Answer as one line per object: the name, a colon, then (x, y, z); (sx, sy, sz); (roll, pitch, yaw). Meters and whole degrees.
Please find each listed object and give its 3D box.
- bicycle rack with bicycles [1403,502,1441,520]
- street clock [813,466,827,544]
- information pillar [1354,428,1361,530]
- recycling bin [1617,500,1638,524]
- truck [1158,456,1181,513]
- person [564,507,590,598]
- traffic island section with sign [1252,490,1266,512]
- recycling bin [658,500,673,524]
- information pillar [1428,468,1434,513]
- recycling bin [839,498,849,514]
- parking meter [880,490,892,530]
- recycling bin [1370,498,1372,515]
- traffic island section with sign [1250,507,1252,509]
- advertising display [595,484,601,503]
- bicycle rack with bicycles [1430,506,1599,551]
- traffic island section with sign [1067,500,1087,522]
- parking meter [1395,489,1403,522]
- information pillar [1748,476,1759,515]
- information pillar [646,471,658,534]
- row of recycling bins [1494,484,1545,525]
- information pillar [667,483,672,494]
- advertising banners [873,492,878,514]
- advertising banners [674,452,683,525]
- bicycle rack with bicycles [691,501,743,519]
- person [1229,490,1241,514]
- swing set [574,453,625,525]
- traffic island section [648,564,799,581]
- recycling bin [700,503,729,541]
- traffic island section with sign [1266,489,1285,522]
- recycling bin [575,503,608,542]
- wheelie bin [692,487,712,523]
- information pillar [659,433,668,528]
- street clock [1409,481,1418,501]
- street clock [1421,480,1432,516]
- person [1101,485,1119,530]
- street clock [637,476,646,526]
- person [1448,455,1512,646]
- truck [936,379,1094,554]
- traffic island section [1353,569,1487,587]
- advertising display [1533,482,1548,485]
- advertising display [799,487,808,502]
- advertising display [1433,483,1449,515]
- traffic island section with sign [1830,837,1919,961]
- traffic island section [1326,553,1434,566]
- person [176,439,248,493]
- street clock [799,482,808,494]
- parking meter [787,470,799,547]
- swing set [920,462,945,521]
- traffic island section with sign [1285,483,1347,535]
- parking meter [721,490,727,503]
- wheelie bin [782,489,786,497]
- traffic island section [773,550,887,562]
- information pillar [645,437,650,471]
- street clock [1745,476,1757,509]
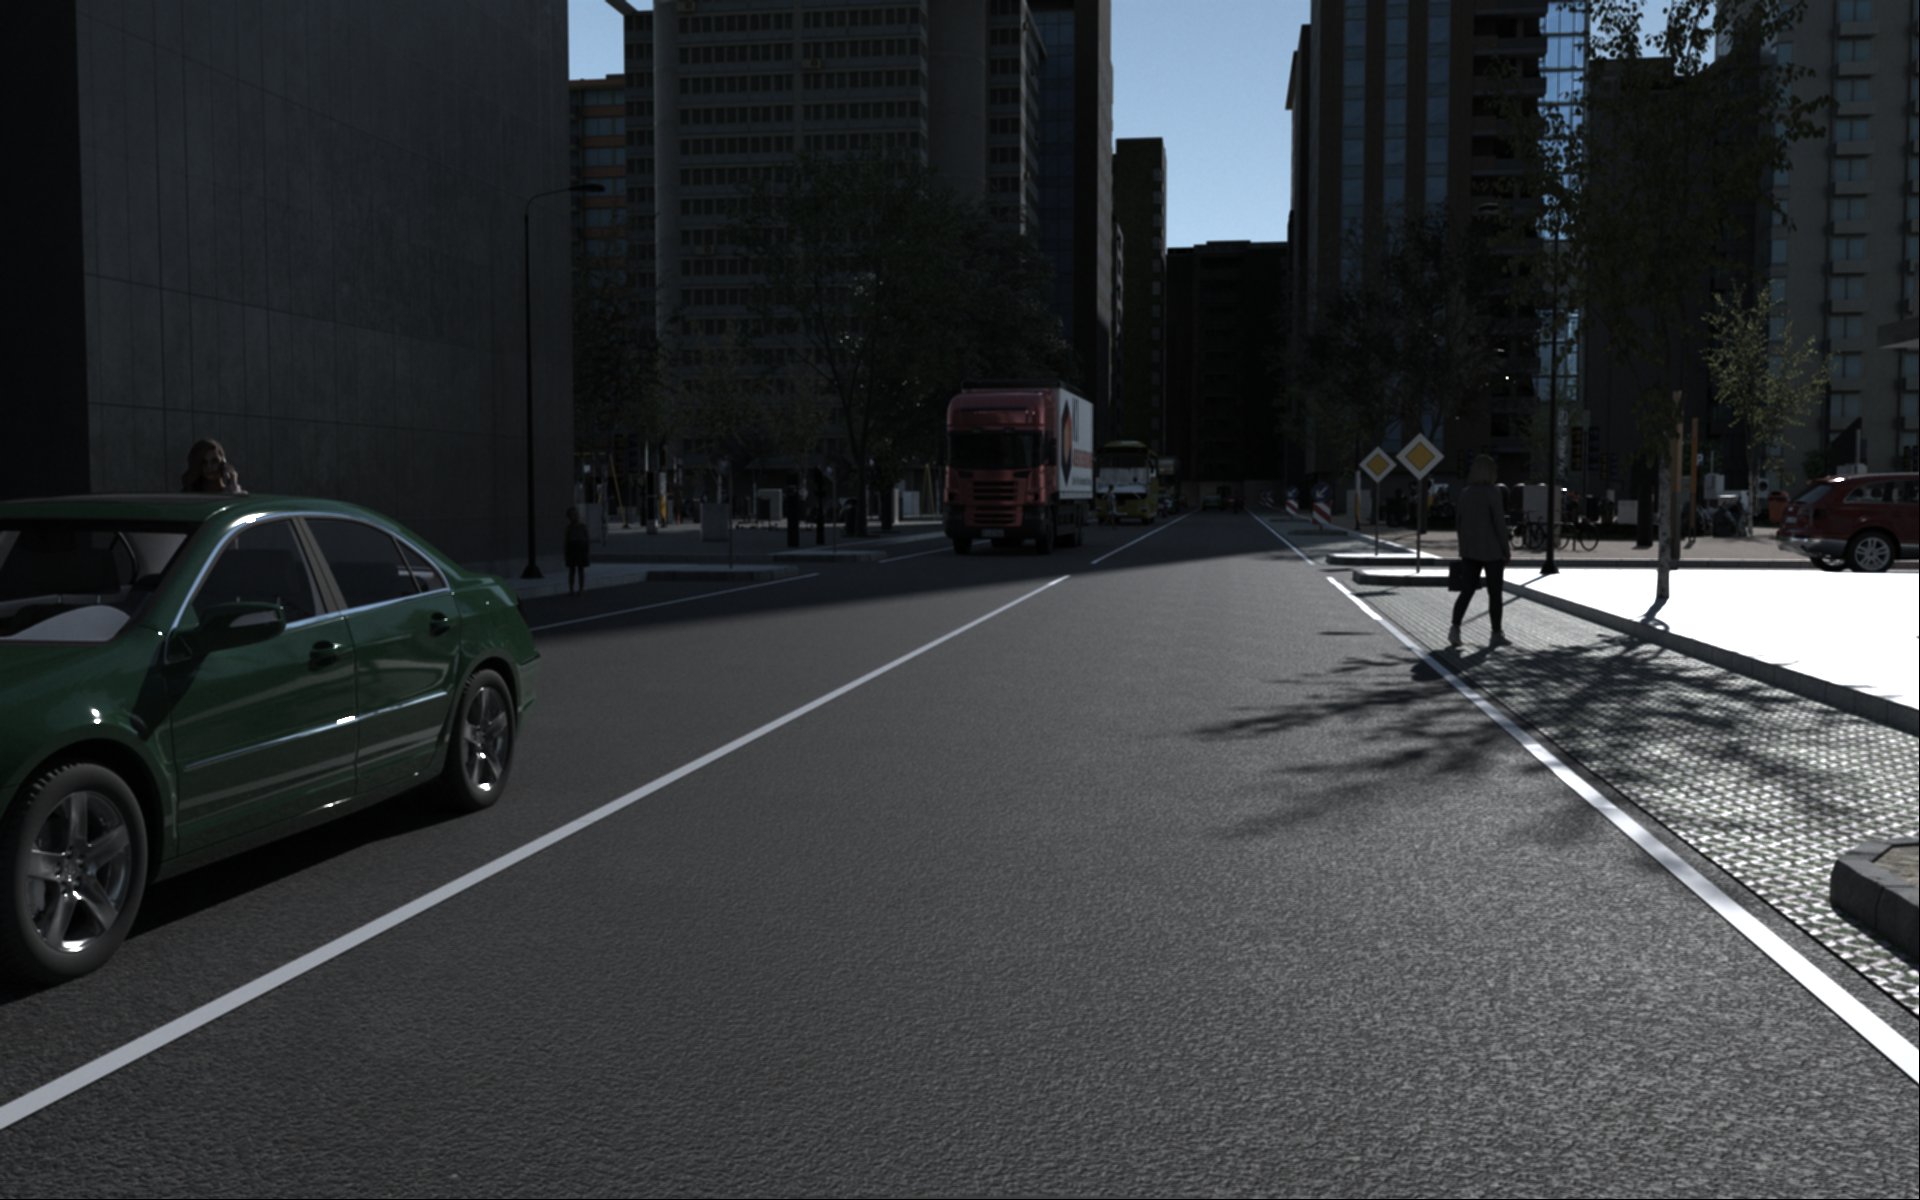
bicycle rack with bicycles: (22.489, -4.301, 83.704); (2.852, 0.926, 2.925); (0, 4, 1)
street clock: (-3.567, -2.425, 44.212); (0.358, 2.002, 0.471); (0, 4, 5)
information pillar: (14.148, -4.295, 61.581); (0.183, 3.616, 0.504); (1, 4, 22)
recycling bin: (26.924, -3.506, 69.872); (0.722, 1.027, 0.722); (1, 4, 19)
truck: (15.257, -8.671, 130.681); (2.839, 4.237, 11.283); (1, 4, 9)
person: (-5.309, -0.663, 24.010); (0.362, 1.253, 0.373); (0, 4, -5)
traffic island section with sign: (24.299, -7.834, 136.721); (1.989, 1.847, 2.006); (1, 4, 9)
recycling bin: (-13.061, -3.871, 75.843); (0.722, 1.027, 0.722); (2, 4, 24)
information pillar: (25.284, -6.244, 93.446); (0.504, 3.616, 0.183); (0, 4, 1)
recycling bin: (-7.377, -6.071, 111.819); (0.722, 1.027, 0.722); (1, 4, 10)
parking meter: (-2.632, -3.429, 61.780); (0.399, 1.863, 0.255); (0, 4, 7)
recycling bin: (24.741, -5.666, 105.186); (0.722, 1.027, 0.722); (-1, 4, -10)
traffic island section with sign: (28.485, -9.486, 163.727); (1.989, 1.847, 2.006); (1, 4, 9)
advertising display: (-22.314, -6.227, 107.024); (0.123, 1.923, 0.974); (0, 4, 8)
bicycle rack with bicycles: (12.920, -1.628, 39.994); (2.852, 0.926, 2.925); (-1, 4, -13)
traffic island section with sign: (5.510, -4.920, 89.072); (1.989, 1.847, 2.006); (1, 4, 9)
parking meter: (20.522, -4.437, 80.962); (0.372, 1.533, 0.369); (0, 3, 0)
information pillar: (32.720, -4.094, 71.435); (0.304, 2.012, 0.304); (3, 5, 45)
information pillar: (-9.823, -3.103, 55.227); (0.304, 2.012, 0.304); (0, 4, 5)
row of recycling bins: (22.651, -3.939, 71.515); (3.534, 1.692, 1.069); (3, 4, 38)
information pillar: (-18.645, -6.508, 110.902); (0.304, 2.012, 0.304); (1, 4, 10)
advertising banners: (-4.883, -7.120, 112.606); (2.074, 3.025, 0.090); (3, 5, 41)
advertising banners: (-11.897, -4.704, 73.095); (0.090, 3.025, 2.074); (0, 4, 0)
bicycle rack with bicycles: (-12.334, -4.669, 89.721); (2.925, 0.926, 2.852); (-3, 5, -41)
person: (19.674, -7.016, 123.927); (0.721, 1.743, 1.217); (-2, 4, -32)
swing set: (-14.847, -4.203, 66.343); (3.119, 2.851, 2.862); (1, 4, 13)
traffic island section: (-3.981, -0.469, 29.956); (2.009, 0.180, 2.903); (1, 4, 9)
recycling bin: (-6.721, -2.131, 47.402); (0.722, 1.027, 0.722); (-1, 4, -13)
traffic island section with sign: (16.857, -4.897, 88.686); (1.989, 1.847, 2.006); (1, 4, 9)
recycling bin: (-9.954, -2.079, 46.552); (0.722, 1.027, 0.722); (3, 4, 39)
wheelie bin: (-11.365, -4.187, 76.367); (0.980, 1.594, 0.693); (3, 5, 44)
information pillar: (-11.393, -4.586, 66.336); (0.183, 3.616, 0.504); (1, 4, 12)
street clock: (25.756, -5.742, 98.449); (0.471, 2.002, 0.358); (-1, 4, -17)
street clock: (22.918, -4.928, 85.147); (0.471, 2.002, 0.358); (0, 4, 2)
person: (5.986, -3.713, 69.309); (0.778, 1.811, 0.616); (1, 4, 23)
street clock: (-12.576, -3.930, 68.827); (0.471, 2.002, 0.358); (2, 4, 28)
person: (4.850, -0.468, 16.334); (0.728, 1.800, 0.709); (-2, 4, -31)
truck: (1.643, -3.408, 44.627); (2.839, 4.237, 11.283); (1, 4, 10)
traffic island section: (7.474, -0.361, 28.185); (2.009, 0.180, 2.903); (1, 4, 9)
advertising display: (30.874, -5.293, 91.752); (0.974, 1.923, 0.123); (0, 4, 7)
advertising display: (-10.448, -6.655, 114.030); (0.974, 1.923, 0.123); (-2, 4, -28)
advertising display: (28.408, -5.942, 102.365); (0.974, 1.923, 0.123); (0, 4, -7)
traffic island section with sign: (3.967, 0.195, 5.446); (1.989, 1.847, 2.006); (1, 4, 9)
traffic island section: (8.695, -0.844, 36.076); (2.009, 0.180, 2.903); (1, 4, 9)
person: (-4.448, -0.066, 10.162); (0.593, 1.750, 0.643); (-1, 4, -14)
street clock: (-8.899, -5.737, 98.362); (0.471, 2.002, 0.358); (2, 4, 27)
parking meter: (-4.048, -2.221, 42.027); (0.255, 1.863, 0.399); (0, 4, 0)
swing set: (-0.086, -5.263, 83.674); (3.119, 2.851, 2.862); (-1, 4, -15)
traffic island section with sign: (12.523, -3.185, 60.711); (1.989, 1.847, 2.006); (1, 4, 9)
parking meter: (-13.386, -5.476, 97.951); (0.372, 1.533, 0.369); (0, 3, 0)
wheelie bin: (-11.175, -6.044, 106.726); (0.980, 1.594, 0.693); (1, 4, 11)
traffic island section: (-2.759, -0.952, 37.848); (2.009, 0.180, 2.903); (1, 4, 9)
information pillar: (-12.871, -4.900, 71.463); (0.183, 3.616, 0.504); (-1, 4, -23)
street clock: (32.330, -4.052, 70.817); (0.471, 2.002, 0.358); (-2, 4, -33)
